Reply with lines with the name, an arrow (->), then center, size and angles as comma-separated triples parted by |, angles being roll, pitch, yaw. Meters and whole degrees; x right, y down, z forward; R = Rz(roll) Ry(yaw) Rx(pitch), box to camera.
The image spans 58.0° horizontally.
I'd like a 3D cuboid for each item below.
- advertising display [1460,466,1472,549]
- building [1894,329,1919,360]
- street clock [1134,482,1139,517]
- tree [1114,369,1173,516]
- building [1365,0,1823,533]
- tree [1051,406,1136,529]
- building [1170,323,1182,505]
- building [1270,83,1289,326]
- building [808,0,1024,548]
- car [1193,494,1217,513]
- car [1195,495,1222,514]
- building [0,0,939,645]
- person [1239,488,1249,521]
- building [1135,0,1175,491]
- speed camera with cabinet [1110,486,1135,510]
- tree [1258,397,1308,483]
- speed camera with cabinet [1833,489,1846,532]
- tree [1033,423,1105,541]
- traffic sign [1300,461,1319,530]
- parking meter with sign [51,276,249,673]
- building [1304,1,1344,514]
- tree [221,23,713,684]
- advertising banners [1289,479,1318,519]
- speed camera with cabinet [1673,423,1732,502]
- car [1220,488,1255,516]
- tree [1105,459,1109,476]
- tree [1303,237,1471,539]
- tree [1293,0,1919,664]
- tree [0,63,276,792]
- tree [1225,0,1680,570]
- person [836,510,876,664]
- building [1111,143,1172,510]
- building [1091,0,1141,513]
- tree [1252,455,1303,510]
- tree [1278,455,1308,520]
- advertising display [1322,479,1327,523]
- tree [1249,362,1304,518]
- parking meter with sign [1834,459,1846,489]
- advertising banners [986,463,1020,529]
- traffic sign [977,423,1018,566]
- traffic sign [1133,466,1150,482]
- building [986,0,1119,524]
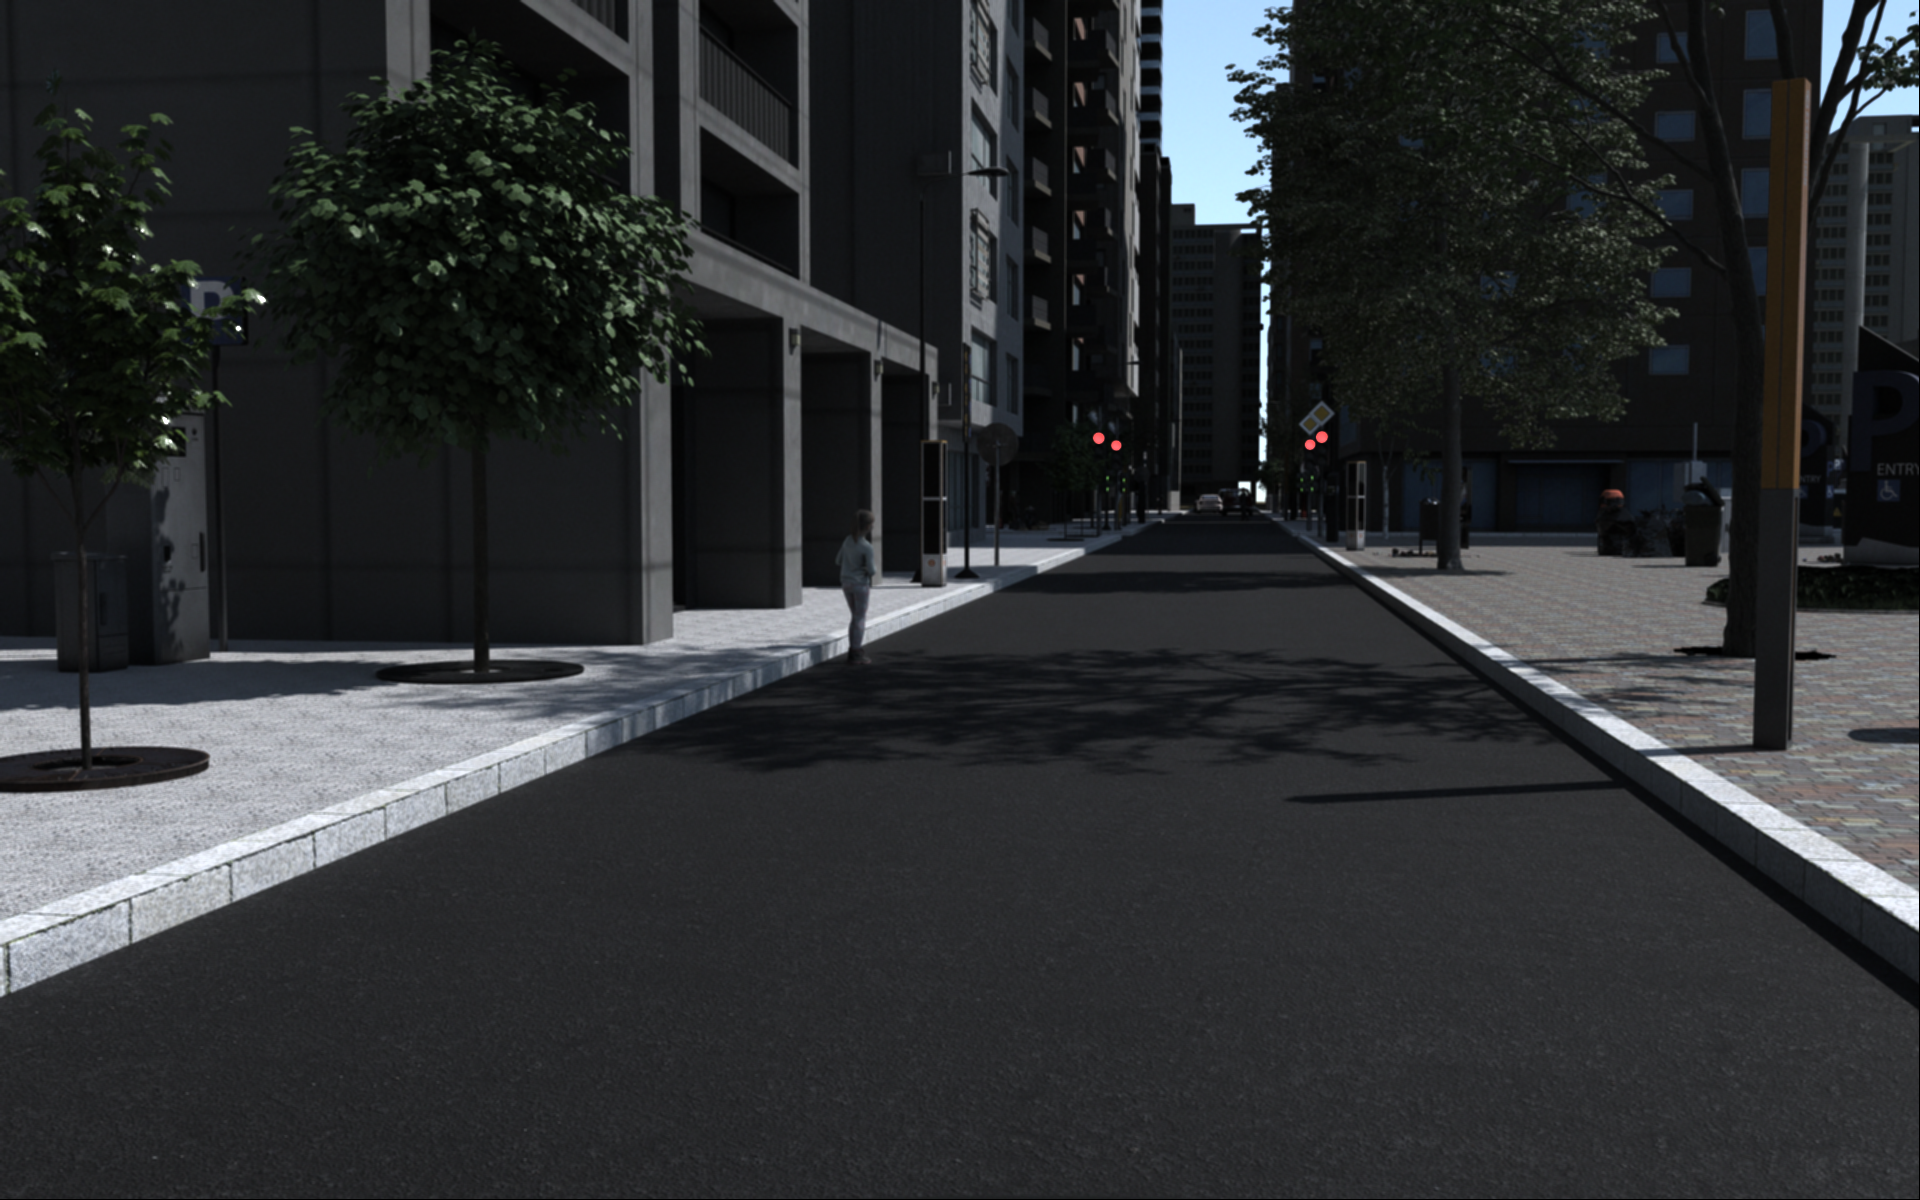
advertising display -> 11.813, -2.173, 40.746 | 0.123, 1.923, 0.974 | 0, 4, -3
building -> 52.490, -45.789, 61.319 | 31.000, 86.520, 22.319 | 1, 4, 9
street clock -> 10.100, -5.708, 97.897 | 0.471, 2.002, 0.358 | 1, 4, 10
tree -> 10.613, -9.352, 103.271 | 4.360, 8.622, 3.978 | 0, 3, 0
building -> 21.526, -25.232, 62.658 | 14.200, 45.320, 14.600 | 1, 4, 9
tree -> 5.014, -4.959, 64.793 | 4.285, 4.588, 4.351 | 0, 3, 0
building -> 10.431, -21.636, 198.783 | 28.899, 21.520, 27.650 | 1, 4, 9
building -> 45.890, -34.926, 194.736 | 21.300, 48.544, 21.600 | 1, 4, 9
building -> -5.684, -22.059, 44.266 | 14.086, 41.232, 14.154 | 1, 4, 9
car -> 18.775, -7.493, 132.302 | 2.009, 1.686, 4.222 | 1, 4, 10
car -> 18.148, -6.941, 125.845 | 2.083, 1.381, 4.827 | 0, 4, 8
building -> -11.159, -35.841, 24.246 | 20.563, 71.187, 20.611 | 1, 4, 9
person -> 14.988, -5.039, 91.308 | 0.534, 1.772, 0.576 | 0, 4, 5
building -> 9.587, -52.104, 164.579 | 22.319, 86.520, 31.000 | 1, 4, 9
speed camera with cabinet -> 12.667, -8.664, 135.986 | 2.038, 3.252, 0.660 | 1, 4, 19
tree -> 24.377, -10.945, 129.305 | 4.360, 8.622, 3.978 | 0, 3, 0
speed camera with cabinet -> 29.867, -3.885, 57.863 | 2.038, 3.252, 0.660 | 1, 4, 14
tree -> 2.926, -3.234, 47.471 | 1.663, 3.219, 1.824 | 0, 3, 0
traffic sign -> 12.402, -3.738, 61.220 | 0.768, 2.556, 0.104 | 1, 4, 10
parking meter with sign -> -6.144, -1.034, 13.173 | 0.543, 3.016, 1.738 | 1, 4, 11
building -> 33.017, -27.770, 108.662 | 22.147, 44.769, 28.867 | 1, 4, 9
tree -> -3.505, -1.745, 12.246 | 4.285, 4.588, 4.351 | 0, 3, 0
advertising banners -> 17.983, -5.767, 90.482 | 0.090, 3.025, 2.074 | -3, 4, -36
speed camera with cabinet -> 21.046, -3.313, 48.501 | 2.038, 3.252, 0.660 | -1, 4, -12
car -> 18.403, -6.492, 114.821 | 2.281, 1.827, 5.304 | 1, 4, 10
tree -> 3.694, -3.481, 51.513 | 1.663, 3.219, 1.824 | 0, 3, 0
tree -> 12.050, -6.006, 48.555 | 4.737, 8.622, 4.395 | 0, 3, 0
tree -> 6.358, -5.366, 13.492 | 9.928, 11.665, 9.643 | 0, 3, 0
tree -> -4.076, -0.818, 7.974 | 1.663, 3.219, 1.824 | 0, 3, 0
tree -> 7.990, -6.808, 29.435 | 7.486, 12.596, 7.792 | 0, 3, 0
person -> -0.858, -0.116, 14.671 | 0.425, 1.301, 0.394 | 2, 4, 27
building -> 10.136, -22.726, 143.274 | 14.160, 30.474, 14.107 | 1, 4, 9
building -> -1.361, -32.582, 121.955 | 28.713, 52.752, 27.495 | 1, 4, 9
tree -> 25.596, -9.662, 141.692 | 4.285, 4.588, 4.351 | 0, 3, 0
tree -> 16.496, -5.528, 84.984 | 1.663, 3.219, 1.824 | 0, 3, 0
advertising display -> 16.145, -4.316, 75.781 | 0.974, 1.923, 0.123 | -3, 5, -40
tree -> 18.209, -8.816, 94.496 | 4.737, 8.622, 4.395 | 0, 3, 0
parking meter with sign -> 43.707, -5.443, 85.252 | 0.543, 3.016, 1.738 | -1, 4, -16
advertising banners -> 1.457, -4.117, 63.507 | 0.090, 3.025, 2.074 | -3, 5, -40
traffic sign -> 0.657, -1.883, 30.891 | 0.768, 2.556, 0.104 | 1, 4, 16
traffic sign -> 8.322, -4.849, 79.392 | 0.768, 2.556, 0.104 | 1, 4, 10
building -> -3.694, -26.384, 86.006 | 22.147, 44.769, 28.867 | 1, 4, 9
